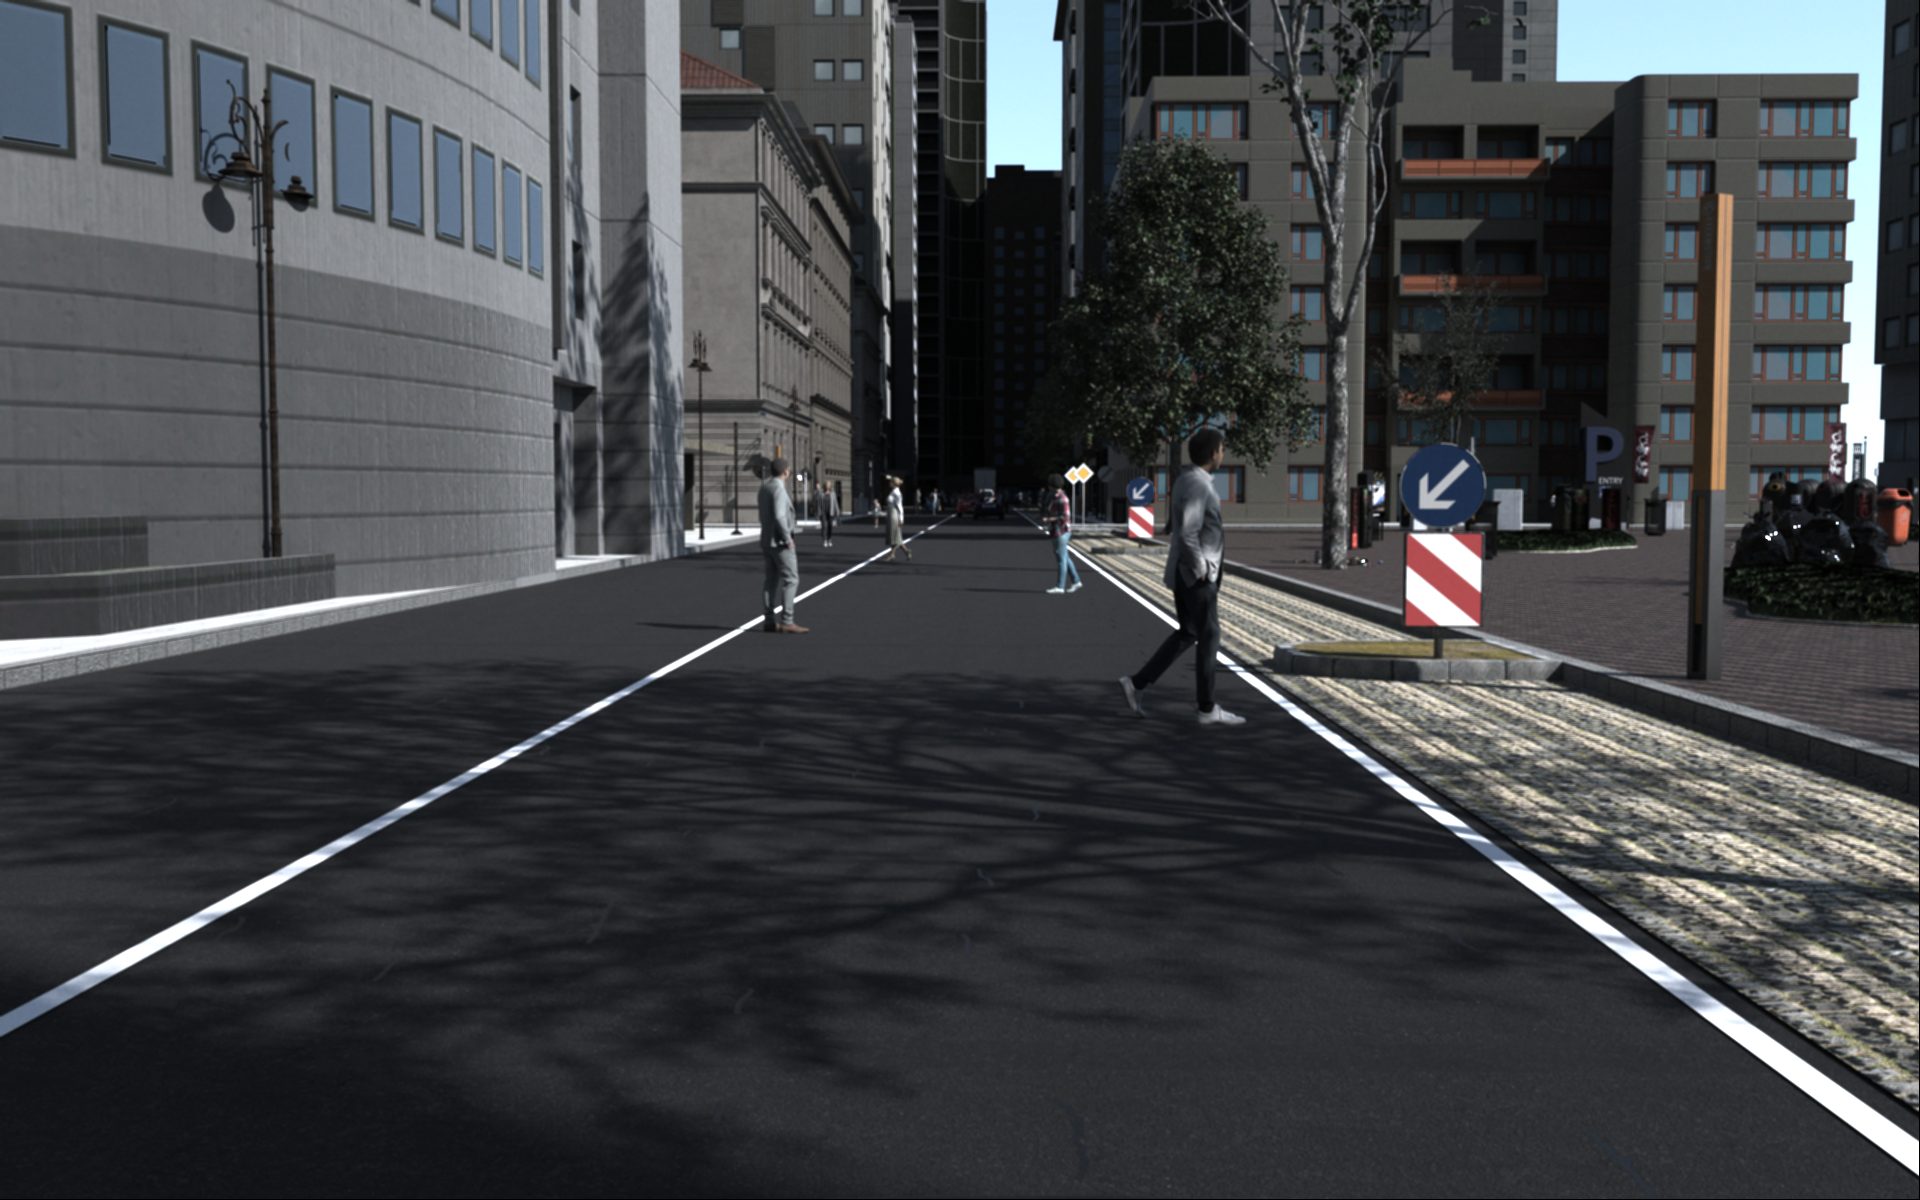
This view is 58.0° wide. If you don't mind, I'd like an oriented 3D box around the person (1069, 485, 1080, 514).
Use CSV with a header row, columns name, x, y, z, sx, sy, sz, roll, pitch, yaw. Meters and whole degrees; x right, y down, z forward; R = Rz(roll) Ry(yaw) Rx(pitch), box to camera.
name,x,y,z,sx,sy,sz,roll,pitch,yaw
person,7.188,-6.247,108.167,0.713,1.824,0.794,3,4,38

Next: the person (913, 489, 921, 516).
name,x,y,z,sx,sy,sz,roll,pitch,yaw
person,-2.851,-6.521,115.298,0.473,1.802,0.592,2,4,35

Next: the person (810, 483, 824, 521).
name,x,y,z,sx,sy,sz,roll,pitch,yaw
person,-6.783,-4.650,82.168,0.694,1.812,0.767,1,4,17

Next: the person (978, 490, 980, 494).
name,x,y,z,sx,sy,sz,roll,pitch,yaw
person,1.935,-10.216,175.488,1.348,1.831,0.705,-3,5,-40

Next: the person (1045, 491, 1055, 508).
name,x,y,z,sx,sy,sz,roll,pitch,yaw
person,4.605,-4.756,86.287,0.660,1.820,0.620,-2,4,-26

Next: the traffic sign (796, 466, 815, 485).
name,x,y,z,sx,sy,sz,roll,pitch,yaw
traffic sign,-6.453,-4.285,72.256,0.795,2.593,0.064,0,4,1

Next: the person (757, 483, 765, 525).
name,x,y,z,sx,sy,sz,roll,pitch,yaw
person,-8.298,-4.044,72.712,0.519,1.759,0.362,3,4,37

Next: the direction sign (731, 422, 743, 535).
name,x,y,z,sx,sy,sz,roll,pitch,yaw
direction sign,-7.069,-3.836,54.712,0.379,3.537,0.876,0,4,-3

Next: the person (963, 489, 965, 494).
name,x,y,z,sx,sy,sz,roll,pitch,yaw
person,0.497,-8.010,139.672,0.699,1.804,1.509,2,4,26

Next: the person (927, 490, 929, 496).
name,x,y,z,sx,sy,sz,roll,pitch,yaw
person,-3.987,-13.071,219.718,0.705,1.831,1.348,-1,4,-19

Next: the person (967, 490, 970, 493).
name,x,y,z,sx,sy,sz,roll,pitch,yaw
person,0.719,-8.465,147.022,0.853,1.813,0.709,-1,4,-16

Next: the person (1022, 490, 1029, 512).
name,x,y,z,sx,sy,sz,roll,pitch,yaw
person,5.199,-7.940,138.670,0.532,1.782,0.716,-1,4,-16

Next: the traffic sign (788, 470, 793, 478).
name,x,y,z,sx,sy,sz,roll,pitch,yaw
traffic sign,-6.609,-3.797,64.273,0.795,2.593,0.064,0,4,1

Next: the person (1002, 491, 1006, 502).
name,x,y,z,sx,sy,sz,roll,pitch,yaw
person,5.675,-12.864,218.831,1.348,1.822,0.705,1,4,14

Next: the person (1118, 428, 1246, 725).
name,x,y,z,sx,sy,sz,roll,pitch,yaw
person,1.395,-0.154,10.865,0.795,1.843,0.661,0,4,5

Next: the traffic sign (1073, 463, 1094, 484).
name,x,y,z,sx,sy,sz,roll,pitch,yaw
traffic sign,4.583,-3.783,64.035,0.795,2.593,0.064,0,4,1

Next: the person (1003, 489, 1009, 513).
name,x,y,z,sx,sy,sz,roll,pitch,yaw
person,3.462,-7.442,130.362,0.473,1.802,0.592,0,4,7

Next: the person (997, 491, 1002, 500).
name,x,y,z,sx,sy,sz,roll,pitch,yaw
person,3.627,-9.128,158.404,0.621,1.740,0.551,-1,4,-13

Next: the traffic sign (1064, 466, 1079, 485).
name,x,y,z,sx,sy,sz,roll,pitch,yaw
traffic sign,4.739,-4.271,72.018,0.795,2.593,0.064,0,4,1

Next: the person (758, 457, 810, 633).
name,x,y,z,sx,sy,sz,roll,pitch,yaw
person,-1.888,-0.574,17.979,0.391,1.810,0.635,-3,4,-37

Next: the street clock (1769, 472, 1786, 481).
name,x,y,z,sx,sy,sz,roll,pitch,yaw
street clock,26.705,-3.183,56.606,0.471,2.002,0.358,0,4,-8

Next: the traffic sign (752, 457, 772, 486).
name,x,y,z,sx,sy,sz,roll,pitch,yaw
traffic sign,-6.793,-3.651,59.801,0.768,2.556,0.104,0,4,3

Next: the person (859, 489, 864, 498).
name,x,y,z,sx,sy,sz,roll,pitch,yaw
person,-6.243,-6.281,110.549,0.330,1.601,0.589,1,4,23

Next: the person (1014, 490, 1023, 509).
name,x,y,z,sx,sy,sz,roll,pitch,yaw
person,5.739,-9.558,164.752,1.348,1.826,0.705,1,4,19

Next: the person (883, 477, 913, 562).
name,x,y,z,sx,sy,sz,roll,pitch,yaw
person,-1.329,-1.719,36.824,0.641,1.798,0.478,0,4,-3

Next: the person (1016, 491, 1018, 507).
name,x,y,z,sx,sy,sz,roll,pitch,yaw
person,6.421,-11.229,192.796,0.721,1.736,1.217,0,4,5

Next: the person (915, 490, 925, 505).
name,x,y,z,sx,sy,sz,roll,pitch,yaw
person,-4.576,-11.920,201.063,1.348,1.807,0.705,0,4,4

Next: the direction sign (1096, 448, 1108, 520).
name,x,y,z,sx,sy,sz,roll,pitch,yaw
direction sign,6.969,-5.693,85.084,0.379,3.537,0.876,3,5,45

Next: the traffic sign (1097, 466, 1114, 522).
name,x,y,z,sx,sy,sz,roll,pitch,yaw
traffic sign,6.575,-4.776,78.196,0.768,2.556,0.104,0,4,1

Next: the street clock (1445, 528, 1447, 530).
name,x,y,z,sx,sy,sz,roll,pitch,yaw
street clock,17.396,-3.509,61.937,0.358,2.002,0.471,1,4,21

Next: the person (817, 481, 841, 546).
name,x,y,z,sx,sy,sz,roll,pitch,yaw
person,-3.575,-2.382,47.626,0.709,1.800,0.728,0,4,-7

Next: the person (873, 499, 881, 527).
name,x,y,z,sx,sy,sz,roll,pitch,yaw
person,-3.533,-3.725,74.422,0.382,1.210,0.505,-3,5,-45

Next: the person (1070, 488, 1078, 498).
name,x,y,z,sx,sy,sz,roll,pitch,yaw
person,10.728,-9.308,158.258,1.348,1.821,0.705,-1,4,-10

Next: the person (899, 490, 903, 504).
name,x,y,z,sx,sy,sz,roll,pitch,yaw
person,-4.297,-6.855,120.798,0.478,1.798,0.641,2,4,31

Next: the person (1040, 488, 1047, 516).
name,x,y,z,sx,sy,sz,roll,pitch,yaw
person,5.351,-6.214,110.282,0.526,1.800,0.537,1,4,18

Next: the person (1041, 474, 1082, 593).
name,x,y,z,sx,sy,sz,roll,pitch,yaw
person,1.479,-0.962,25.064,0.643,1.720,0.563,0,4,-5

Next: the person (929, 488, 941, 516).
name,x,y,z,sx,sy,sz,roll,pitch,yaw
person,-1.613,-6.348,112.278,0.794,1.824,0.713,-2,4,-26

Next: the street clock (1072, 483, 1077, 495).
name,x,y,z,sx,sy,sz,roll,pitch,yaw
street clock,7.250,-6.428,109.661,0.358,2.002,0.471,1,4,12

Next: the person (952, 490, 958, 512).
name,x,y,z,sx,sy,sz,roll,pitch,yaw
person,-0.356,-8.001,139.653,0.599,1.781,0.374,1,4,13

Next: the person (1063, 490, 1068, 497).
name,x,y,z,sx,sy,sz,roll,pitch,yaw
person,7.887,-7.710,132.221,0.709,1.813,0.853,-2,4,-28

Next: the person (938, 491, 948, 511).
name,x,y,z,sx,sy,sz,roll,pitch,yaw
person,-1.567,-8.540,148.867,1.217,1.736,0.721,-2,4,-28

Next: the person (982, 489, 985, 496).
name,x,y,z,sx,sy,sz,roll,pitch,yaw
person,1.898,-8.382,145.564,0.654,1.822,0.581,1,4,10

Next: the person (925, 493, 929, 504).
name,x,y,z,sx,sy,sz,roll,pitch,yaw
person,-4.085,-12.621,213.107,1.217,1.736,0.721,1,4,11
